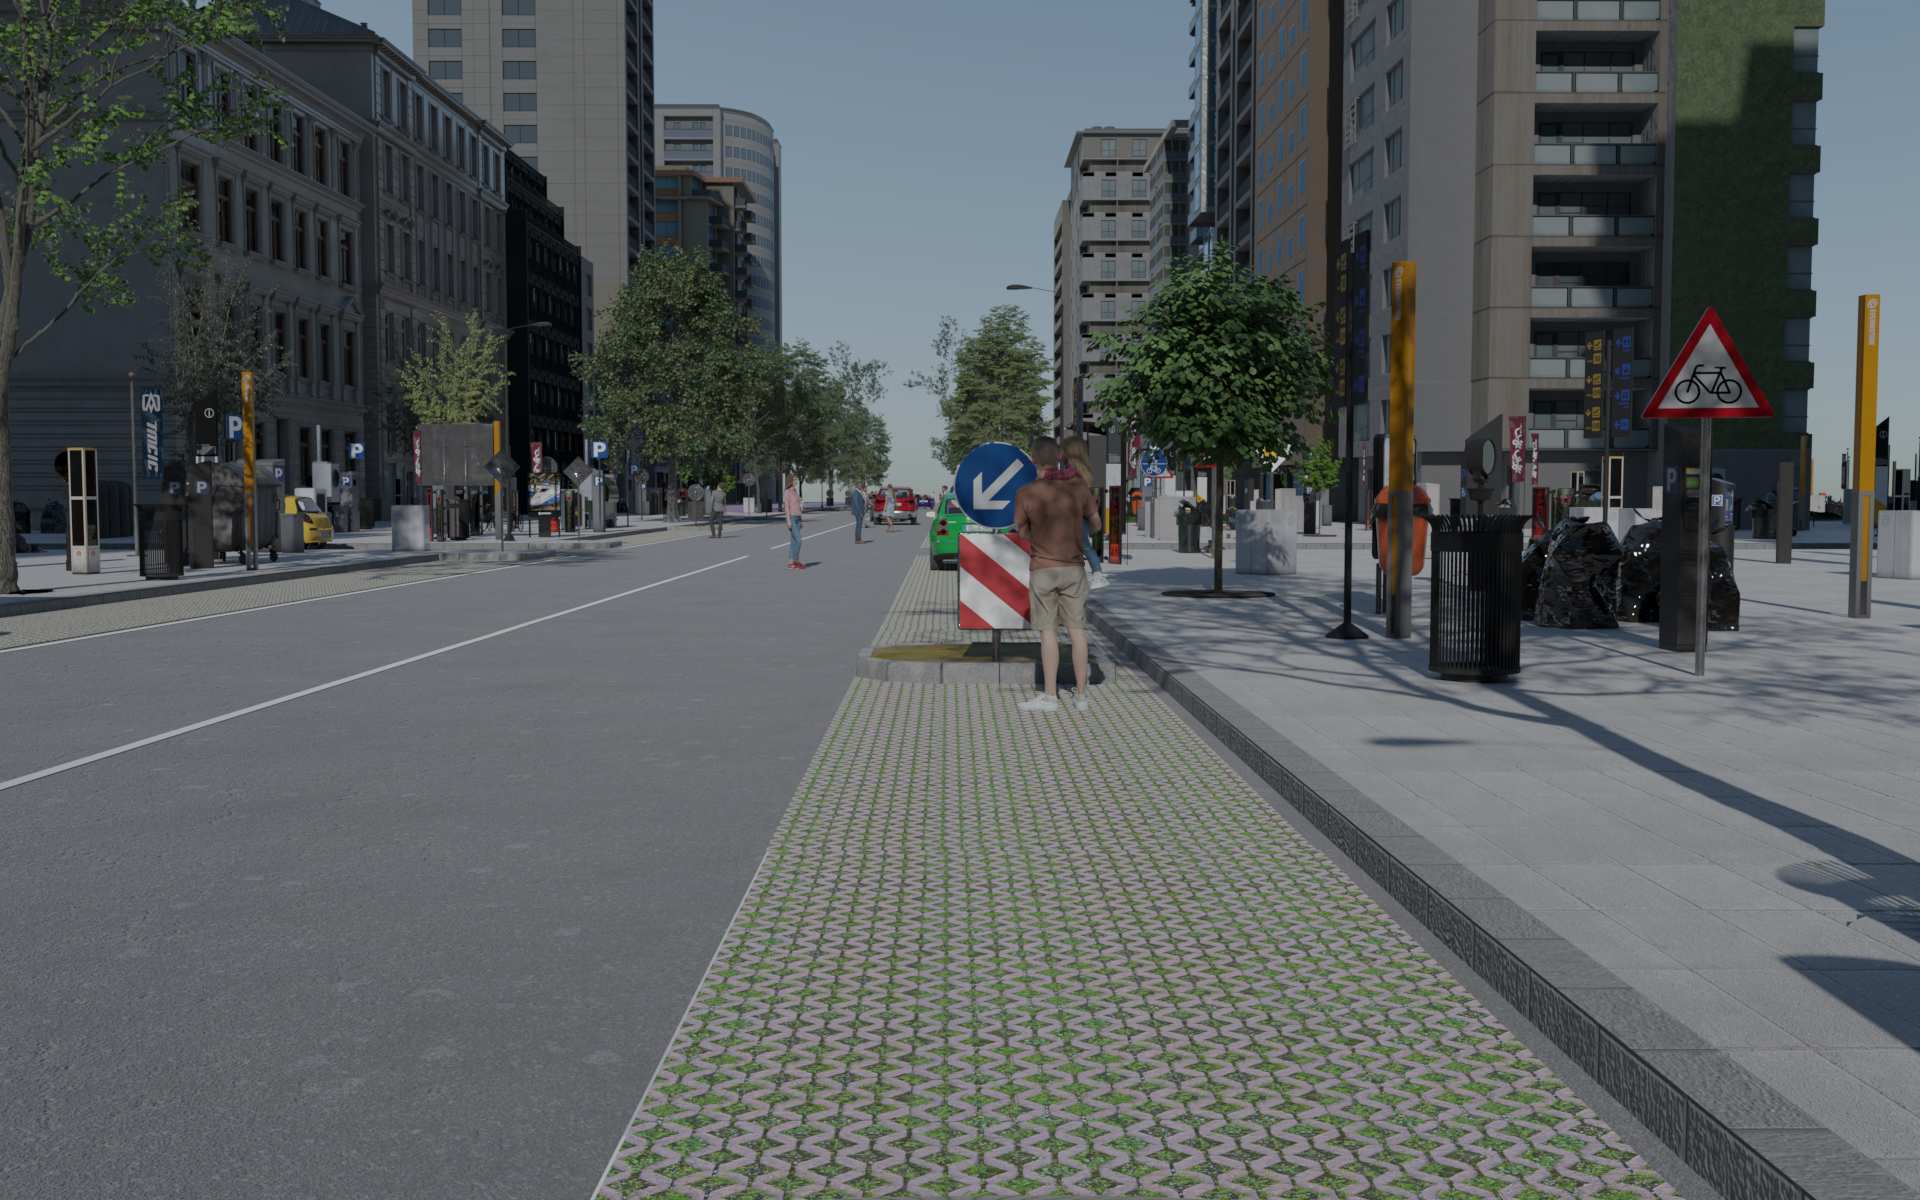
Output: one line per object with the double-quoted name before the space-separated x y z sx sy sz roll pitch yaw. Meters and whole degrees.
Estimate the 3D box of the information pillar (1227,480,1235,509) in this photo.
"information pillar" 14.248 -5.293 91.033 0.304 2.012 0.304 -1 4 -22

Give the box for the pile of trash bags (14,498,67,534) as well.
"pile of trash bags" -30.939 -2.864 56.582 3.447 1.369 1.912 -1 4 -12

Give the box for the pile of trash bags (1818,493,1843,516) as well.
"pile of trash bags" 50.762 -5.578 100.951 1.912 1.369 3.447 0 4 6

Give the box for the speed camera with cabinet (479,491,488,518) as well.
"speed camera with cabinet" -24.515 -5.888 90.612 0.660 3.252 2.038 2 4 32

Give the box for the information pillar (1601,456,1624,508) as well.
"information pillar" 12.779 -1.803 33.964 0.304 2.012 0.304 0 4 -6

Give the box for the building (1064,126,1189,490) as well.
"building" 29.882 -40.111 245.045 28.713 52.752 27.495 0 4 0

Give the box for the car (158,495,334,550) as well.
"car" -17.386 -1.952 42.135 3.980 1.641 2.015 0 4 1

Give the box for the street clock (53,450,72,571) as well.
"street clock" -14.807 -1.488 28.895 0.471 2.002 0.358 0 4 -2

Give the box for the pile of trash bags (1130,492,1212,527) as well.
"pile of trash bags" 8.482 -3.634 69.166 3.447 1.369 1.912 1 4 22

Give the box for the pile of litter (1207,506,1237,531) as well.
"pile of litter" 9.355 -2.891 61.236 1.719 0.858 1.176 -3 4 -36

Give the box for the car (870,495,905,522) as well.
"car" -3.783 -4.840 90.937 2.131 1.459 4.920 0 4 -1

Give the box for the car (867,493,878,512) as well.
"car" -6.724 -7.771 136.088 2.155 1.783 4.494 0 4 1

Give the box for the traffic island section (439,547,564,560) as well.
"traffic island section" -10.204 -0.995 38.556 2.009 0.180 2.903 0 4 0

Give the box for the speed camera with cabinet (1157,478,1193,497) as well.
"speed camera with cabinet" 10.748 -5.696 87.464 2.038 3.252 0.660 0 4 5

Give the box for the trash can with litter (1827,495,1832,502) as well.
"trash can with litter" 55.252 -6.027 109.603 1.678 1.210 2.233 3 5 43

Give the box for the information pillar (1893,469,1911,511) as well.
"information pillar" 27.419 -2.810 50.429 0.304 2.012 0.304 -2 4 -25

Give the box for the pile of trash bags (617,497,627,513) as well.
"pile of trash bags" -23.673 -6.562 117.041 3.447 1.369 1.912 -3 4 -38

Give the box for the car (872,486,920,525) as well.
"car" -3.027 -4.453 81.476 2.281 1.827 5.304 0 4 -1

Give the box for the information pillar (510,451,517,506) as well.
"information pillar" -22.336 -5.802 86.219 0.504 3.616 0.183 -1 4 -13

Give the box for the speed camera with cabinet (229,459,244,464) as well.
"speed camera with cabinet" -19.327 -3.183 46.386 0.660 3.252 2.038 -2 4 -30

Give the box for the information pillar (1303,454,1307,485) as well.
"information pillar" 15.408 -5.259 77.339 0.183 3.616 0.504 0 4 -4

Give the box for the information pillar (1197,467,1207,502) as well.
"information pillar" 11.915 -5.738 85.168 0.504 3.616 0.183 -1 4 -10

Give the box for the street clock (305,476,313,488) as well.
"street clock" -25.375 -3.862 67.720 0.358 2.002 0.471 0 4 5

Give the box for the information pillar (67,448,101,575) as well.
"information pillar" -13.969 -1.415 27.627 0.304 2.012 0.304 1 4 14

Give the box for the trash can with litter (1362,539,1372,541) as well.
"trash can with litter" 12.319 -2.231 47.534 1.678 1.210 2.233 -3 5 -42

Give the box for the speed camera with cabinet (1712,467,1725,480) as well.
"speed camera with cabinet" 47.127 -6.922 107.506 2.038 3.252 0.660 -1 4 -18

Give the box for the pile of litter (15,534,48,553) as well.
"pile of litter" -20.938 -1.462 37.875 1.719 0.858 1.176 0 4 8

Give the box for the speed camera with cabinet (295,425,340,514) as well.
"speed camera with cabinet" -18.181 -3.344 49.017 0.660 3.252 2.038 0 4 0

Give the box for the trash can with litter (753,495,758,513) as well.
"trash can with litter" -14.184 -6.587 118.761 1.678 1.210 2.233 0 4 -4

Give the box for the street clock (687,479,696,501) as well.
"street clock" -13.268 -4.958 85.625 0.358 2.002 0.471 1 4 16

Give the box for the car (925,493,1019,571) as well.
"car" 0.298 -1.519 33.629 1.959 1.807 4.718 0 4 -1

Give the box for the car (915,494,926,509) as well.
"car" -4.199 -9.969 173.223 2.015 1.641 3.980 0 4 -1

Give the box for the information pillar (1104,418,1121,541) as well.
"information pillar" 4.209 -3.442 47.626 0.504 3.616 0.183 -3 4 -38

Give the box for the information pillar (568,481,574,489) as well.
"information pillar" -21.819 -5.669 97.176 0.304 2.012 0.304 0 4 -3

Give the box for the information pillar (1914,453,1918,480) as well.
"information pillar" 55.110 -6.638 99.888 0.183 3.616 0.504 3 4 36

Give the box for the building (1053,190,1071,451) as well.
"building" 25.853 -39.518 269.813 21.300 48.544 21.600 0 4 0

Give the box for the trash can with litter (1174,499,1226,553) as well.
"trash can with litter" 5.218 -1.611 37.728 1.055 1.170 0.624 0 4 -7

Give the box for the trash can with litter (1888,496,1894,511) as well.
"trash can with litter" 58.179 -5.904 107.914 0.624 1.170 1.055 -1 4 -15

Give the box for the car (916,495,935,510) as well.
"car" -3.344 -9.121 161.707 1.945 1.354 3.894 0 4 1

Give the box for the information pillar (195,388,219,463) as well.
"information pillar" -16.620 -2.871 38.296 0.504 3.616 0.183 0 4 2

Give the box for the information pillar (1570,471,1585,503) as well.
"information pillar" 19.901 -3.142 55.867 0.304 2.012 0.304 -2 4 -27

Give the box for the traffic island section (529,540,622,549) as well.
"traffic island section" -10.258 -1.484 46.540 2.009 0.180 2.903 0 4 0

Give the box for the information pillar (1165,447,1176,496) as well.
"information pillar" 9.506 -5.307 78.122 0.504 3.616 0.183 2 4 25

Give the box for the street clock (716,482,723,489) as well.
"street clock" -13.370 -5.606 96.230 0.471 2.002 0.358 -1 4 -13

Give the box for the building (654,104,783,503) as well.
"building" -38.744 -44.035 261.963 21.231 58.520 28.212 0 4 0

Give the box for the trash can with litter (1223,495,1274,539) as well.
"trash can with litter" 8.381 -2.366 49.736 2.233 1.210 1.678 1 4 19

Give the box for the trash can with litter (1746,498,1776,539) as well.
"trash can with litter" 23.035 -2.329 49.467 1.055 1.170 0.624 -1 4 -22

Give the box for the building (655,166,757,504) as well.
"building" -39.147 -35.392 233.275 22.147 44.769 28.867 0 4 0

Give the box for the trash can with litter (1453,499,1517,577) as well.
"trash can with litter" 8.463 -0.973 26.959 1.678 1.210 2.233 0 4 -5

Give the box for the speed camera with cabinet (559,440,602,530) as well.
"speed camera with cabinet" -13.662 -4.149 62.168 0.660 3.252 2.038 2 4 25

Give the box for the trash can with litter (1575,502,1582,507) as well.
"trash can with litter" 17.373 -2.267 48.455 1.055 1.170 0.624 0 4 3

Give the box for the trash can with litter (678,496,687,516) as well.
"trash can with litter" -16.203 -5.423 100.057 0.624 1.170 1.055 -2 4 -31

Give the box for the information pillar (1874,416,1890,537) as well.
"information pillar" 27.644 -3.714 52.071 0.504 3.616 0.183 2 4 33

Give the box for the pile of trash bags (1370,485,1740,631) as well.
"pile of trash bags" 5.860 -0.461 17.283 3.447 1.369 1.912 1 4 13

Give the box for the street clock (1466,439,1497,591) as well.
"street clock" 6.860 -1.117 22.836 0.358 2.002 0.471 3 5 41

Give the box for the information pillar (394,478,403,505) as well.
"information pillar" -25.831 -4.599 79.687 0.304 2.012 0.304 -1 4 -10
